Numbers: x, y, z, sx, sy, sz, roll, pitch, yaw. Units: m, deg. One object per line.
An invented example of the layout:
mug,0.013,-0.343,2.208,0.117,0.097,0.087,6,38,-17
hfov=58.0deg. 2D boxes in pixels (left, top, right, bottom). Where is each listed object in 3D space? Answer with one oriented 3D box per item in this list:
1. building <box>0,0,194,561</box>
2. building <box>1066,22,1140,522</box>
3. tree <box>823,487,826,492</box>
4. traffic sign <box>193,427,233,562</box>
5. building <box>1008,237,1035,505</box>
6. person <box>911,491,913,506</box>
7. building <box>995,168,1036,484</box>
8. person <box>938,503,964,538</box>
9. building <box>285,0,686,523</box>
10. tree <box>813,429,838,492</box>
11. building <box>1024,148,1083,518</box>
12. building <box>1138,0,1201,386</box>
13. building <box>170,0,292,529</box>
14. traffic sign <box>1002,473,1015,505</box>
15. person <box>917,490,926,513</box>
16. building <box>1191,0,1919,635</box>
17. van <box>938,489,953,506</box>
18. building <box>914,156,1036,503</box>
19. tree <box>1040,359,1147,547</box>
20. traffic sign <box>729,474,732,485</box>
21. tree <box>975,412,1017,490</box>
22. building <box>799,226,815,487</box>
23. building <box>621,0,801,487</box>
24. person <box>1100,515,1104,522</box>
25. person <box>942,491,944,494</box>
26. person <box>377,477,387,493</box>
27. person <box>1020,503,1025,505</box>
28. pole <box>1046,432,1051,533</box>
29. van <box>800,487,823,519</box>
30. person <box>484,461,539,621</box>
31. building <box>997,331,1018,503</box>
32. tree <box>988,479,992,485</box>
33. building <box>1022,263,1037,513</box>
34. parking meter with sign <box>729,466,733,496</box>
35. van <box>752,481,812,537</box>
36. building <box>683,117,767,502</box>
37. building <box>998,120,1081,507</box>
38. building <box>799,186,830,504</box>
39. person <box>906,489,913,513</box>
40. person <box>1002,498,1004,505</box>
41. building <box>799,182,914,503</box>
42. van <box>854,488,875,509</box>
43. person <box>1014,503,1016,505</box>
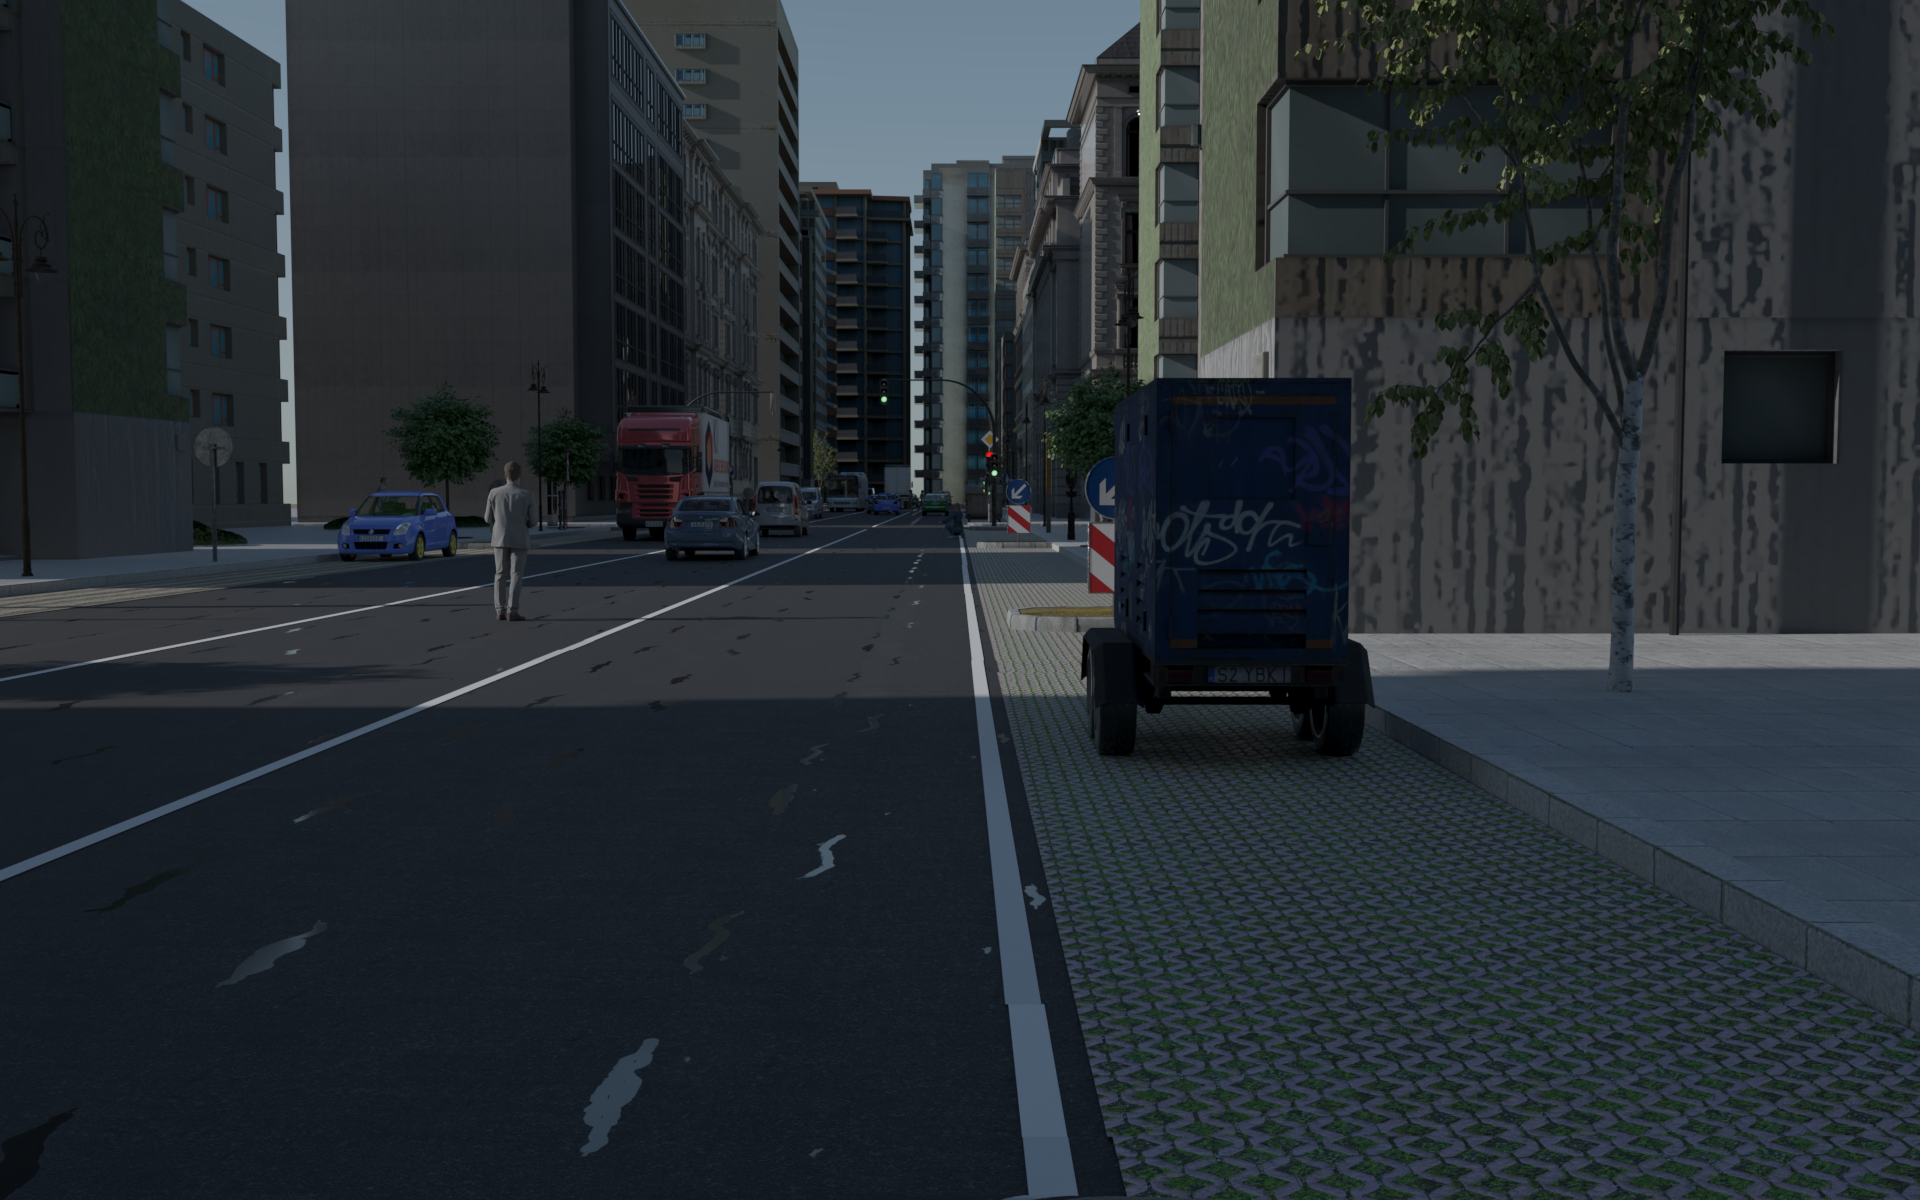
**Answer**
building,-24.279,-21.244,30.941,14.154,41.232,14.086,0,4,0
building,15.288,-15.477,81.933,19.941,23.489,11.050,0,4,0
tree,-14.989,-12.590,200.446,1.663,3.219,1.824,0,3,0
traffic sign,-14.147,-2.001,32.816,0.768,2.556,0.104,0,4,3
building,9.760,-19.099,141.148,11.050,23.489,19.941,0,4,0
person,-6.022,-12.695,216.204,1.348,1.807,0.705,1,4,15
building,11.365,-32.773,219.431,14.154,41.232,14.086,0,4,0
person,-0.259,-2.575,56.097,1.012,1.151,0.738,-3,5,-43
building,-22.815,-18.068,88.926,14.314,27.812,24.014,0,4,0
tree,-15.520,-14.823,192.713,4.737,8.622,4.395,0,3,0
building,10.908,-15.932,102.283,13.314,21.916,24.055,0,4,0
building,12.286,-22.535,52.047,14.154,41.232,14.086,0,4,0
building,-41.648,-12.907,56.075,28.899,21.520,27.650,0,4,0
traffic sign,2.950,-6.405,104.826,0.768,2.556,0.104,0,4,0
person,-2.936,-7.478,131.363,0.643,1.750,0.593,2,4,33
building,9.858,-15.299,21.837,14.160,30.474,14.107,0,4,0
van,-1.869,-12.371,209.281,2.013,2.044,4.112,0,4,2
building,8.767,-38.414,247.681,30.456,49.044,23.786,0,4,0
tree,3.675,-3.571,42.097,4.285,4.588,4.351,0,3,0
traffic sign,-14.367,-6.504,106.439,0.768,2.556,0.104,1,4,9
tree,3.332,-12.590,156.210,4.360,8.622,3.978,0,3,0
building,-22.862,-25.034,181.005,14.160,30.474,14.107,0,4,0
building,-26.568,-32.909,161.767,21.300,48.544,21.600,0,4,0
person,6.228,-4.284,76.365,0.678,1.792,0.850,-1,4,-15
person,-1.786,-11.231,192.839,0.721,1.736,1.217,-1,4,-23
person,-18.376,-3.000,55.214,0.853,1.813,0.709,-1,4,-12
person,4.280,-7.087,121.900,0.794,1.824,0.713,-3,5,-40
pole,2.935,-3.885,57.364,0.158,3.312,0.155,0,3,0
van,-8.967,-5.765,101.266,2.013,2.044,4.112,0,4,1
person,-5.072,-0.672,19.690,0.606,1.804,0.583,0,4,-5
building,18.450,-21.625,198.602,27.650,21.520,28.899,0,4,0
tree,3.258,-11.710,186.056,1.663,3.219,1.824,0,3,0
building,9.955,-16.391,122.748,10.420,20.320,16.860,0,4,0
parking meter with sign,-14.362,-6.823,107.813,0.543,3.016,1.738,0,4,-8
van,-6.110,-3.190,59.168,2.013,2.044,4.112,0,3,0
building,-23.237,-21.331,136.152,14.401,28.519,23.554,0,4,0
building,20.066,-29.343,171.639,32.217,40.220,23.993,0,4,0
building,-28.232,-31.701,210.195,23.993,40.220,32.217,0,4,0
person,-3.802,-7.470,130.971,0.374,1.781,0.599,-2,4,-33
person,2.982,-7.586,130.562,0.515,1.767,0.782,3,4,36
building,-21.168,-36.141,245.532,28.867,44.769,22.147,0,4,0
van,-9.288,-10.050,168.705,2.240,2.365,5.245,0,4,0
person,4.013,-7.442,128.290,0.480,1.755,0.524,2,4,31
